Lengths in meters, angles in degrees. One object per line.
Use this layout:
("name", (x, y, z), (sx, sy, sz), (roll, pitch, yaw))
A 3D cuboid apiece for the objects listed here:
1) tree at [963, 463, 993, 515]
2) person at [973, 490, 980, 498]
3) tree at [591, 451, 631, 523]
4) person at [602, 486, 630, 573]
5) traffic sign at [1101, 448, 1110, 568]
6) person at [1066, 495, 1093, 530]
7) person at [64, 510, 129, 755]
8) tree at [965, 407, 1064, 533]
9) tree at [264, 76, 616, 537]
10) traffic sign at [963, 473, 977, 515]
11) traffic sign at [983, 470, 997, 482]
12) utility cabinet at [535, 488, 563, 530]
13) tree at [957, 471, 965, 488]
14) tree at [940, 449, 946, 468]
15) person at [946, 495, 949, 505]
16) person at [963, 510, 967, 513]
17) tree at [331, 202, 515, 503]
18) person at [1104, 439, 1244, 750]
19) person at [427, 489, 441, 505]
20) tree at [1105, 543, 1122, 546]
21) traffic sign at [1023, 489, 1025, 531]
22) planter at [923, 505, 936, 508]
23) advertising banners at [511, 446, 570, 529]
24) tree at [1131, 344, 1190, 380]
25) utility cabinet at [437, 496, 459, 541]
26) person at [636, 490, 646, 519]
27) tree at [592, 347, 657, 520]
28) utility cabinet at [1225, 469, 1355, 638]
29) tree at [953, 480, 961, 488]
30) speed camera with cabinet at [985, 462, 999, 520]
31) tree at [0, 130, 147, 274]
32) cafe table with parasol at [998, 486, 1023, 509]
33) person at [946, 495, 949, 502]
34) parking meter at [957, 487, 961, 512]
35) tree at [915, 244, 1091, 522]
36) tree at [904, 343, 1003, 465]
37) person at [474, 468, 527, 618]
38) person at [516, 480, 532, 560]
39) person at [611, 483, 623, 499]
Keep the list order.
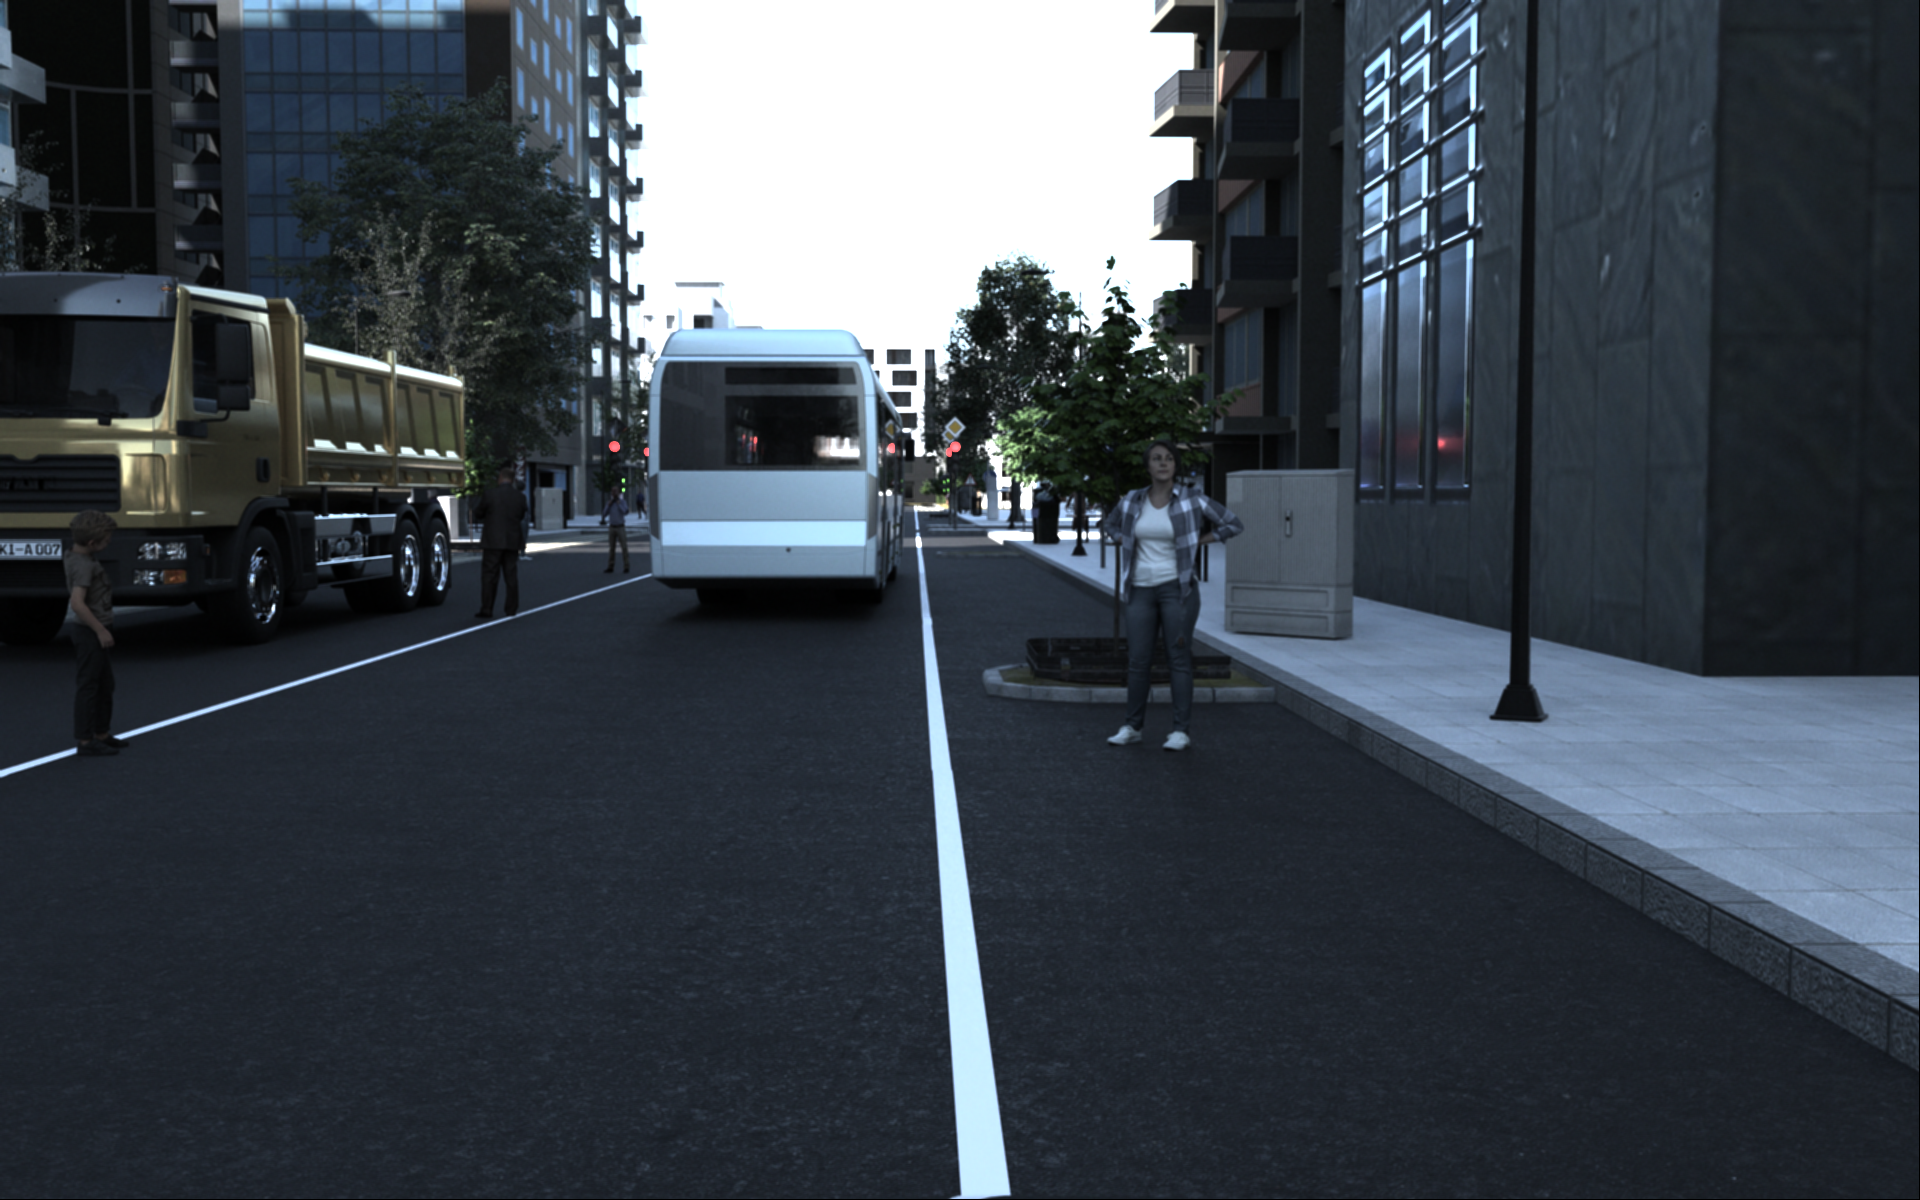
("tree", (1.388, -6.913, 107.635), (1.663, 3.219, 1.824), (0, 3, 0))
("person", (1.145, -8.653, 148.232), (1.217, 1.743, 0.721), (0, 4, 6))
("tree", (-15.848, -5.104, 78.051), (1.663, 3.219, 1.824), (0, 3, 0))
("person", (-6.266, -1.289, 31.640), (0.516, 1.574, 0.319), (1, 4, 21))
("traffic sign", (2.487, -1.831, 30.037), (0.768, 2.556, 0.104), (0, 4, 7))
("person", (4.217, -3.334, 61.105), (0.990, 1.755, 0.434), (1, 4, 20))
("person", (-4.756, 0.174, 9.567), (0.340, 1.345, 0.435), (-3, 4, -36))
("tree", (2.605, -4.512, 57.491), (4.285, 4.588, 4.351), (0, 3, 0))
("tree", (-15.336, -8.901, 52.182), (9.857, 13.997, 8.962), (0, 3, 0))
("traffic sign", (0.623, -6.425, 105.057), (0.884, 2.594, 0.081), (0, 4, 4))
("traffic sign", (1.577, -5.537, 90.629), (0.768, 2.556, 0.104), (0, 3, 0))
("utility cabinet", (-14.384, -3.180, 60.676), (0.318, 1.500, 1.173), (2, 4, 24))
("tree", (1.113, -8.496, 122.623), (4.285, 4.588, 4.351), (0, 3, 0))
("tree", (-0.713, -14.729, 191.183), (4.360, 8.622, 3.978), (0, 3, 0))
("person", (-1.539, -11.648, 199.721), (0.697, 1.427, 0.421), (0, 4, 6))
("person", (0.510, -6.747, 117.274), (0.541, 1.710, 0.530), (2, 4, 29))
("tree", (-13.984, -5.764, 44.611), (4.360, 8.622, 3.978), (0, 3, 0))
("person", (1.151, -0.036, 9.812), (0.841, 1.734, 0.376), (2, 4, 33))
("person", (-11.799, -1.726, 38.936), (0.471, 1.553, 0.569), (2, 4, 34))
("tree", (4.183, -2.982, 43.356), (1.663, 3.219, 1.824), (0, 3, 0))
("traffic sign", (2.222, -3.548, 60.134), (0.606, 2.300, 0.079), (0, 4, 6))
("planter", (-3.064, -9.260, 172.542), (1.991, 0.319, 1.994), (0, 4, -2))
("advertising banners", (-15.232, -4.078, 62.857), (2.074, 3.025, 0.090), (0, 4, 1))
("tree", (16.234, -13.661, 130.007), (9.857, 13.997, 8.962), (0, 3, 0))
("utility cabinet", (-14.312, -2.260, 48.116), (0.306, 1.237, 1.020), (-3, 5, -44))
("person", (-16.695, -5.011, 90.673), (0.574, 1.496, 0.600), (-1, 4, -21))
("tree", (-15.841, -8.302, 86.092), (4.737, 8.622, 4.395), (0, 3, 0))
("utility cabinet", (2.954, -0.424, 15.615), (1.173, 1.500, 0.318), (3, 5, 44))
("tree", (0.329, -9.859, 155.800), (1.663, 3.219, 1.824), (0, 3, 0))
("speed camera with cabinet", (1.625, -5.681, 87.214), (0.660, 3.252, 2.038), (0, 4, -2))
("tree", (-19.019, -5.168, 34.864), (4.360, 8.622, 3.978), (0, 3, 0))
("cafe table with parasol", (4.064, -8.574, 145.052), (2.610, 1.966, 2.610), (1, 4, 14))
("person", (-1.719, -12.785, 218.263), (0.628, 1.438, 0.799), (-1, 4, -13))
("parking meter", (-0.078, -7.318, 125.356), (0.255, 1.863, 0.399), (-1, 4, -18))
("tree", (2.719, -9.948, 79.663), (9.611, 12.733, 9.660), (0, 3, 0))
("tree", (0.627, -13.798, 135.973), (12.009, 13.543, 11.850), (0, 3, 0))
("person", (-5.395, -0.677, 20.257), (0.600, 1.739, 0.565), (2, 4, 29))
("person", (-9.574, -1.739, 37.656), (0.376, 1.734, 0.841), (-3, 5, -42))
("person", (-14.689, -4.135, 74.313), (0.621, 1.740, 0.551), (2, 4, 32))
